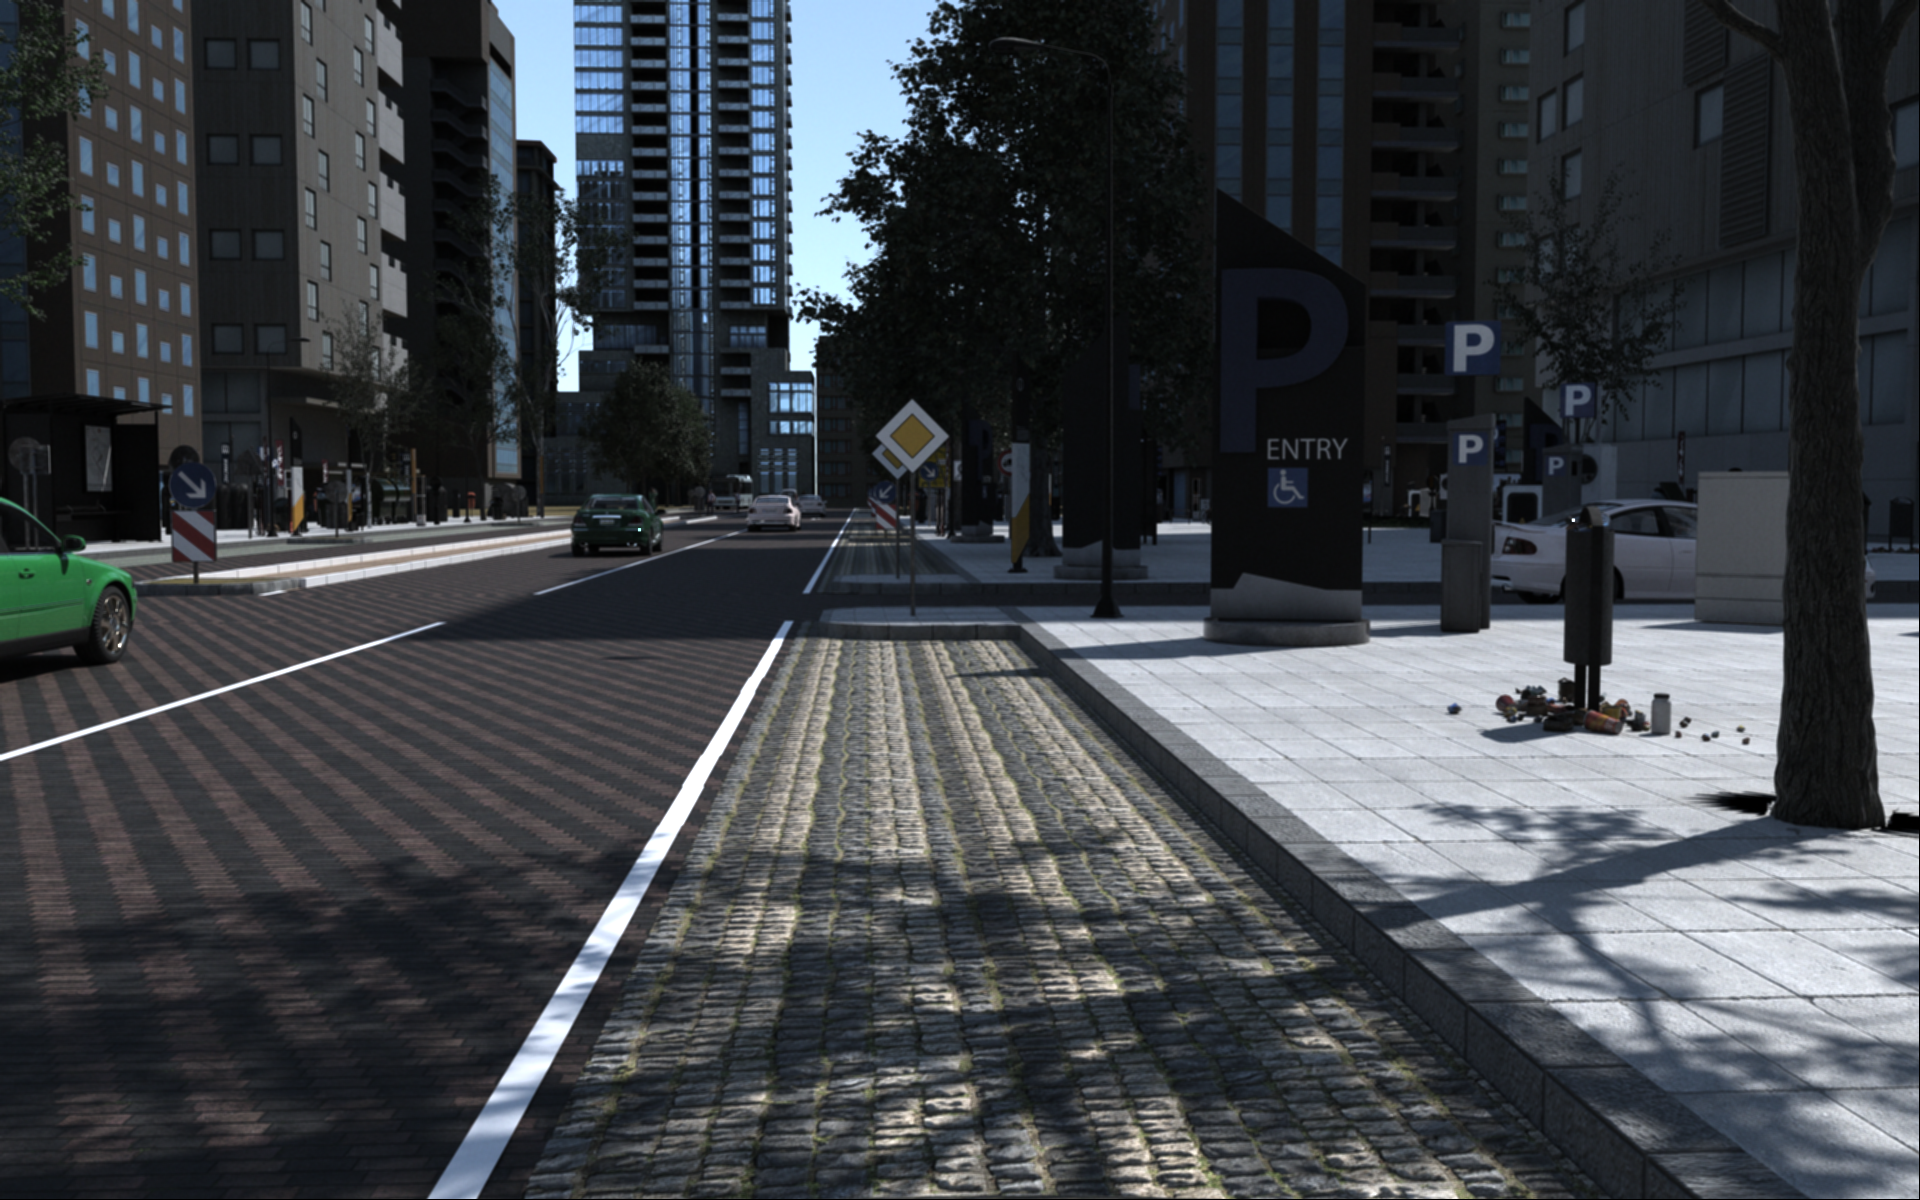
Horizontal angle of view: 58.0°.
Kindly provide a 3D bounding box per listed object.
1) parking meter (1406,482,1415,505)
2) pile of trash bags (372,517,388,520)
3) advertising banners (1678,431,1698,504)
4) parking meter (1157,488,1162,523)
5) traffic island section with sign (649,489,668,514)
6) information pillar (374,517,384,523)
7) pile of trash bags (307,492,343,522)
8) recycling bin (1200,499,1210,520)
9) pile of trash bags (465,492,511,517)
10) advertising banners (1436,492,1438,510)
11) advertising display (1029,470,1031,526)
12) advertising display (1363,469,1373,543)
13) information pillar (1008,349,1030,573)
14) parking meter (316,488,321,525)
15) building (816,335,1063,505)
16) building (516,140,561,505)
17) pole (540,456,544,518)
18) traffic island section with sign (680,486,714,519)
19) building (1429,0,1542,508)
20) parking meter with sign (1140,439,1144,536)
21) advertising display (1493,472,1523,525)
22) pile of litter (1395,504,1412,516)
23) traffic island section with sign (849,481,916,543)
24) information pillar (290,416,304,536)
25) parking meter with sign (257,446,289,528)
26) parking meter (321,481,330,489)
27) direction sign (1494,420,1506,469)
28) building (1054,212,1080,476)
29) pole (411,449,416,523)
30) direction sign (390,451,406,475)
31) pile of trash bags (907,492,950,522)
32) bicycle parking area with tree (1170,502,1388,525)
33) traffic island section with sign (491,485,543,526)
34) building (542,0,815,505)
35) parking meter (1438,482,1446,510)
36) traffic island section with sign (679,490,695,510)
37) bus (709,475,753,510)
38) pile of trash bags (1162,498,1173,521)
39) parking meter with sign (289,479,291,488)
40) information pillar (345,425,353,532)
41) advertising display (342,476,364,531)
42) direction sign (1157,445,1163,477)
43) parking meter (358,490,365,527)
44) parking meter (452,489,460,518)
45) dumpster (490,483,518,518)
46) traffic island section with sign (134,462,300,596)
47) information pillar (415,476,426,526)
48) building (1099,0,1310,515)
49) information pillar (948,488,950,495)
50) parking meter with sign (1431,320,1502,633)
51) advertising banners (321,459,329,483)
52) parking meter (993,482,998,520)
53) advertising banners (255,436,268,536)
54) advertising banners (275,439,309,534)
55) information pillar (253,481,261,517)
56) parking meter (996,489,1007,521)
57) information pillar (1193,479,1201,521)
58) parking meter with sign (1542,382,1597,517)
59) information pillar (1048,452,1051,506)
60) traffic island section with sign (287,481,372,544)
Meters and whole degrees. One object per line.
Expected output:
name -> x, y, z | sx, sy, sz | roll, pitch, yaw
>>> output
parking meter -> 25.944, -5.770, 100.053 | 0.399, 1.863, 0.255 | 2, 4, 33
pile of trash bags -> -28.664, -4.607, 85.073 | 3.447, 1.369, 1.912 | 0, 4, -4
advertising banners -> 19.971, -3.130, 47.370 | 0.090, 3.025, 2.074 | 0, 4, 4
parking meter -> 8.686, -4.130, 75.942 | 0.372, 1.533, 0.369 | 0, 3, 0
traffic island section with sign -> -22.466, -7.238, 126.973 | 1.989, 1.847, 2.006 | 0, 4, -3
information pillar -> -25.992, -4.464, 77.473 | 0.304, 2.012, 0.304 | 1, 4, 21
pile of trash bags -> -29.539, -4.327, 80.497 | 1.912, 1.369, 3.447 | -1, 4, -11
recycling bin -> 11.960, -4.472, 85.678 | 0.722, 1.027, 0.722 | 1, 4, 11
pile of trash bags -> -26.225, -5.390, 97.873 | 3.447, 1.369, 1.912 | -2, 4, -27
advertising banners -> 27.766, -6.548, 103.246 | 2.074, 3.025, 0.090 | -1, 4, -20
advertising display -> 1.886, -2.536, 46.678 | 0.974, 1.923, 0.123 | -3, 4, -36
advertising display -> 10.222, -2.433, 45.001 | 0.974, 1.923, 0.123 | 0, 4, 8
information pillar -> 0.983, -2.257, 28.249 | 0.183, 3.616, 0.504 | 2, 4, 30
parking meter -> -26.514, -3.884, 71.920 | 0.372, 1.533, 0.369 | 0, 3, 0
building -> -2.807, -22.494, 212.812 | 28.899, 21.520, 27.650 | 0, 4, -3
building -> -63.210, -33.789, 207.068 | 28.867, 44.769, 22.147 | 0, 4, -3
pole -> -22.438, -6.060, 92.916 | 0.158, 3.312, 0.155 | 0, 3, 0
traffic island section with sign -> -15.153, -5.641, 100.371 | 2.006, 1.907, 1.989 | 0, 4, -3
building -> 52.990, -32.518, 155.377 | 21.600, 48.544, 21.300 | 0, 4, -3
parking meter with sign -> 5.513, -3.507, 53.604 | 0.543, 3.016, 1.738 | 1, 4, 9
advertising display -> 16.088, -2.808, 51.120 | 0.974, 1.923, 0.123 | 2, 4, 28
pile of litter -> 18.940, -3.689, 74.280 | 1.176, 0.858, 1.719 | -2, 4, -23
traffic island section with sign -> -2.324, -2.628, 51.601 | 1.989, 1.847, 2.006 | 0, 4, -3
information pillar -> -20.129, -3.743, 52.551 | 0.183, 3.616, 0.504 | 1, 4, 13
parking meter with sign -> -25.434, -4.144, 64.012 | 0.543, 3.016, 1.738 | -1, 4, -8
parking meter -> -28.546, -4.417, 77.928 | 0.399, 1.863, 0.255 | -2, 4, -28
direction sign -> 16.254, -3.737, 53.091 | 0.876, 3.537, 0.379 | 1, 4, 19
building -> 25.504, -38.233, 214.347 | 27.495, 52.752, 28.713 | 0, 4, -3
pole -> -24.521, -5.133, 77.773 | 0.158, 3.312, 0.155 | 0, 3, 0
direction sign -> -29.514, -6.059, 91.059 | 0.876, 3.537, 0.379 | 0, 4, -1
pile of trash bags -> -0.752, -4.247, 79.183 | 3.447, 1.369, 1.912 | 1, 4, 12
bicycle parking area with tree -> 13.479, -5.283, 73.384 | 8.231, 4.147, 9.016 | 0, 4, -6
traffic island section with sign -> -19.695, -4.192, 77.159 | 1.989, 1.847, 2.006 | 0, 4, -3
building -> -33.122, -54.672, 206.562 | 31.000, 86.520, 22.319 | 0, 4, -3
parking meter -> 24.243, -4.977, 87.087 | 0.255, 1.863, 0.399 | -1, 4, -18
traffic island section with sign -> -24.015, -8.943, 154.849 | 1.989, 1.847, 2.006 | 0, 4, -3
bus -> -21.485, -10.303, 163.308 | 2.948, 3.499, 13.247 | 0, 4, -1
pile of trash bags -> 8.865, -4.474, 82.903 | 1.912, 1.369, 3.447 | 2, 4, 27
parking meter with sign -> -32.991, -5.436, 85.144 | 1.738, 3.016, 0.543 | 1, 4, 16
information pillar -> -20.728, -4.122, 58.746 | 0.183, 3.616, 0.504 | -2, 4, -28
advertising display -> -21.184, -3.381, 60.486 | 0.974, 1.923, 0.123 | 2, 4, 31
direction sign -> 9.080, -5.422, 80.641 | 0.379, 3.537, 0.876 | -3, 5, -41
parking meter -> -23.608, -3.654, 68.150 | 0.372, 1.533, 0.369 | 0, 3, 0
parking meter -> -27.416, -5.248, 94.215 | 0.372, 1.533, 0.369 | 0, 3, 0
dumpster -> -24.284, -5.306, 92.507 | 1.264, 1.857, 1.865 | 0, 4, -3
traffic island section with sign -> -10.971, -1.053, 25.349 | 2.006, 1.907, 1.989 | 0, 4, -3
information pillar -> -21.402, -3.930, 68.740 | 0.304, 2.012, 0.304 | 0, 4, -1
building -> 16.780, -29.306, 129.264 | 14.600, 45.320, 14.200 | 0, 4, -3
information pillar -> -0.370, -5.518, 81.575 | 0.504, 3.616, 0.183 | 1, 4, 10
parking meter with sign -> 4.915, -1.253, 16.750 | 0.543, 3.016, 1.738 | 1, 4, 18
advertising banners -> -31.397, -5.557, 87.050 | 0.090, 3.025, 2.074 | 1, 4, 18
parking meter -> 1.702, -4.913, 86.030 | 0.255, 1.863, 0.399 | 1, 4, 20
advertising banners -> -21.404, -3.479, 53.076 | 0.090, 3.025, 2.074 | -2, 4, -31
advertising banners -> -21.762, -3.683, 56.407 | 0.090, 3.025, 2.074 | 0, 4, 6
information pillar -> -38.689, -5.556, 95.327 | 0.304, 2.012, 0.304 | 1, 4, 19
parking meter -> 1.865, -4.488, 81.785 | 0.372, 1.533, 0.369 | 0, 3, 0
information pillar -> 11.264, -4.767, 82.436 | 0.304, 2.012, 0.304 | 2, 4, 27
parking meter with sign -> 9.209, -1.853, 26.563 | 0.543, 3.016, 1.738 | 3, 4, 36
information pillar -> 3.497, -4.910, 71.635 | 0.504, 3.616, 0.183 | 1, 4, 18
traffic island section with sign -> -18.202, -2.545, 50.245 | 1.989, 1.847, 2.006 | 0, 4, -3
